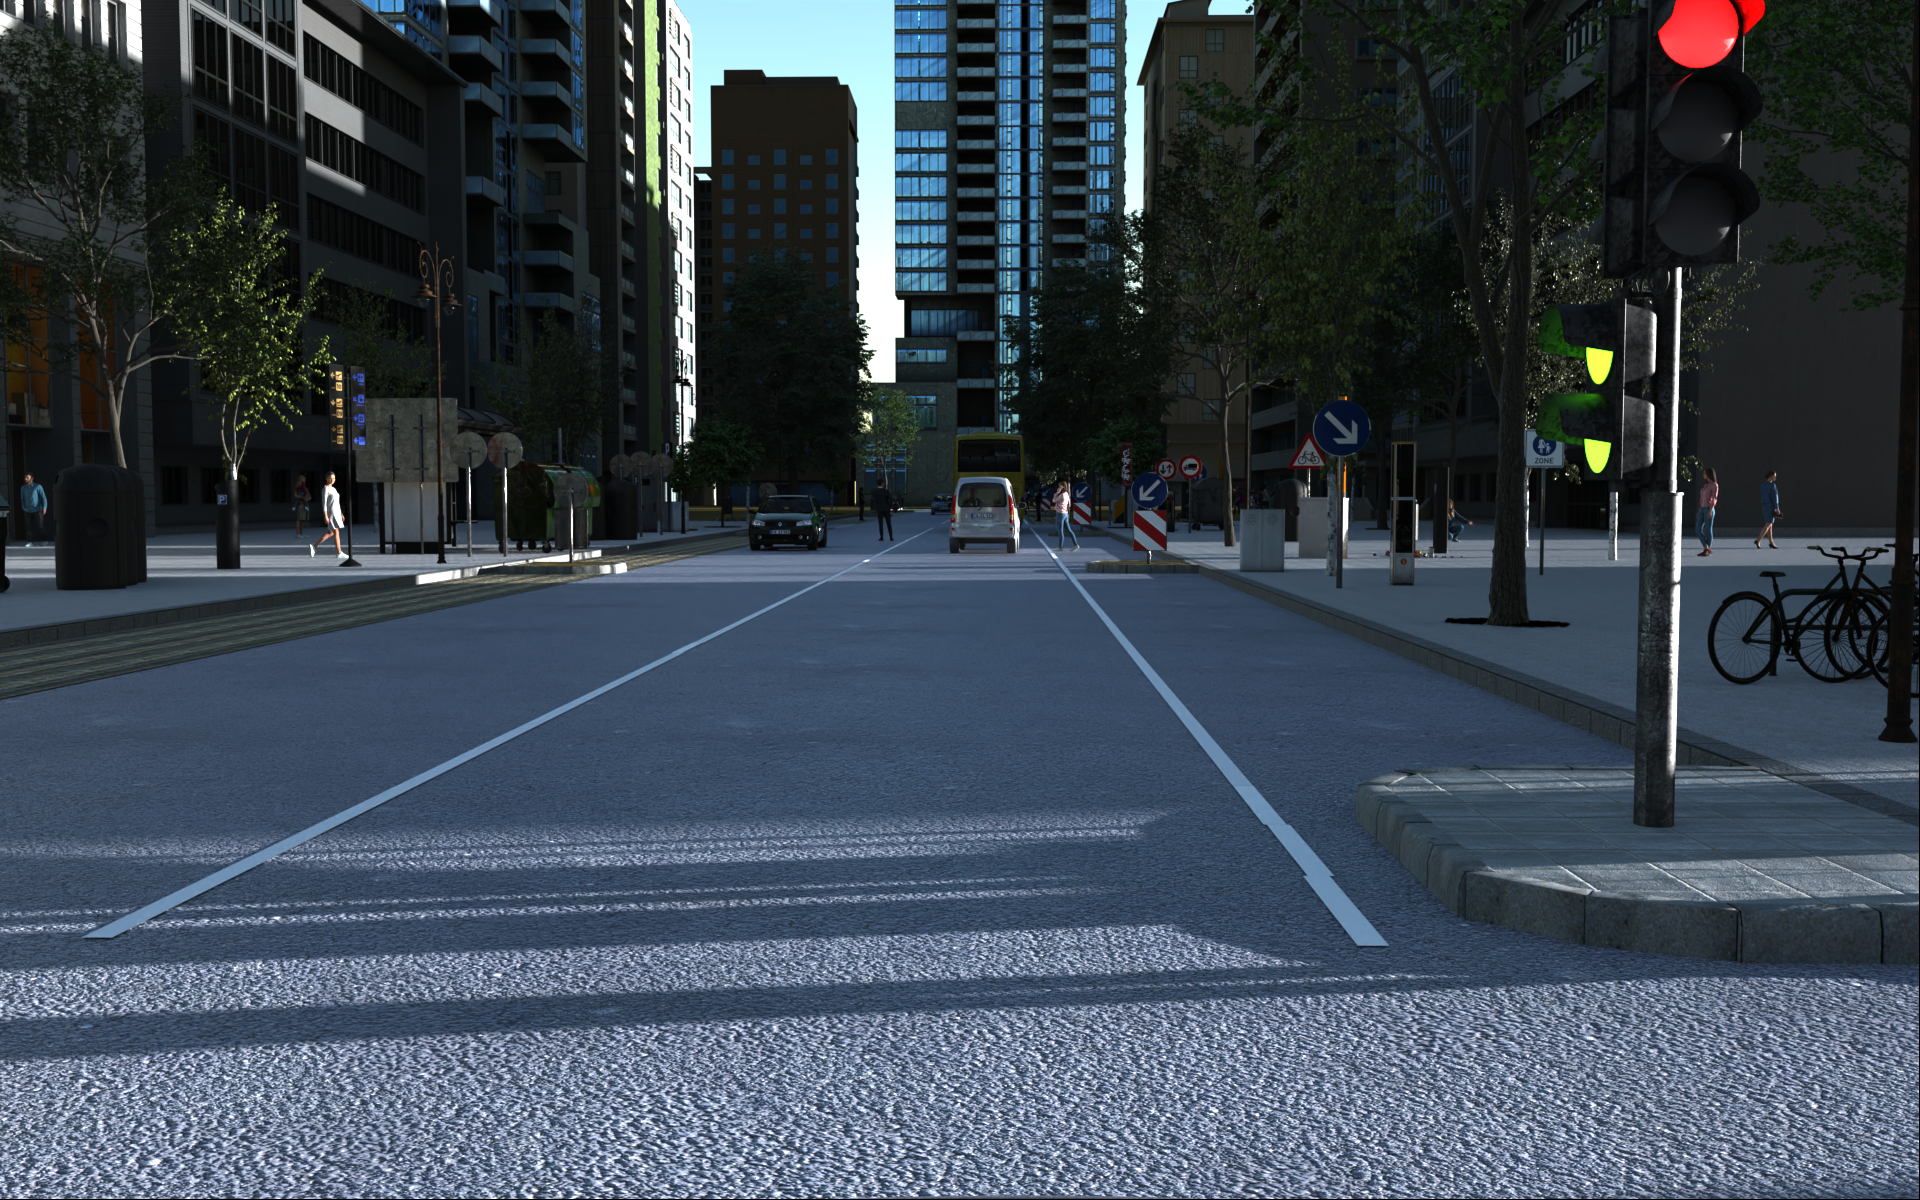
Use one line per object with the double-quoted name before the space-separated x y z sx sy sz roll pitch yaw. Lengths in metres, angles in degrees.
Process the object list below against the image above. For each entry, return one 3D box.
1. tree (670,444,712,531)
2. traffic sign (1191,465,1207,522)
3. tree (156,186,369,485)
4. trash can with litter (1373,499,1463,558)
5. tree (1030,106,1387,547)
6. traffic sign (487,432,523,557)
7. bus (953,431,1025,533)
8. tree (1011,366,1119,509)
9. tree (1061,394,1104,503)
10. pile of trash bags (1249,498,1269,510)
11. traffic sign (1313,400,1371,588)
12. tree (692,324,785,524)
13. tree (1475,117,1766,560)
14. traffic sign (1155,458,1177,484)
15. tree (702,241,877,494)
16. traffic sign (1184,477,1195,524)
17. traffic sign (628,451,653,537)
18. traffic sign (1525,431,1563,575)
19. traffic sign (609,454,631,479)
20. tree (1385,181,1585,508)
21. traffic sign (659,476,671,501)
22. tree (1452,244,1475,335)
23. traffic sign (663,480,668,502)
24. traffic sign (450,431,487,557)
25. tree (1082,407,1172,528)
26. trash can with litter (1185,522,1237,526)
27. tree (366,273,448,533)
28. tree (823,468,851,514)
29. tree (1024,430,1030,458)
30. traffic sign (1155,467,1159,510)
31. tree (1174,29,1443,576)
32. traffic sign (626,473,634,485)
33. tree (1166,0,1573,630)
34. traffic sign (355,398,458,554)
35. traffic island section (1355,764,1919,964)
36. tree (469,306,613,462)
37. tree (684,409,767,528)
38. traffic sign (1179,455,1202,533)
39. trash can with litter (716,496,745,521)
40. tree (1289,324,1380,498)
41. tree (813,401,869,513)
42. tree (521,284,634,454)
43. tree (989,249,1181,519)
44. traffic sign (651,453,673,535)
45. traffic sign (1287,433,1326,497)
"tree" -9.816 -4.052 60.847 1.663 3.219 1.824 0 3 0
"traffic sign" 9.923 -4.419 72.364 0.768 2.556 0.104 0 4 6
"tree" -17.725 -5.644 42.646 4.737 8.622 4.395 0 3 0
"trash can with litter" 9.379 -1.516 35.852 1.678 1.210 2.233 0 4 3
"tree" 6.296 -6.595 42.234 7.601 10.594 8.767 1 4 12
"traffic sign" -9.334 -2.164 35.495 0.768 2.556 0.104 1 4 9
"bus" 1.124 -4.627 67.191 2.896 3.916 12.252 0 4 1
"tree" 9.209 -14.121 147.890 9.611 12.733 9.660 0 3 0
"tree" 8.135 -10.240 117.783 4.737 8.622 4.395 0 3 0
"pile of trash bags" 10.172 -2.780 55.197 1.912 1.369 3.447 0 4 0
"traffic sign" 5.168 -1.432 23.521 0.768 2.556 0.104 0 4 7
"tree" -9.338 -7.641 75.299 4.360 8.622 3.978 0 3 0
"tree" 12.737 -5.066 33.191 4.360 8.622 3.978 0 3 0
"traffic sign" 7.369 -3.780 61.914 0.768 2.556 0.104 1 4 10
"tree" -8.355 -11.042 87.187 9.857 13.997 8.962 0 3 0
"traffic sign" 9.939 -4.529 74.154 0.768 2.556 0.104 1 4 8
"traffic sign" -9.511 -3.148 51.583 0.768 2.556 0.104 0 4 3
"traffic sign" 9.204 -1.543 27.354 0.606 2.300 0.079 0 4 7
"traffic sign" -10.748 -3.352 54.904 0.768 2.556 0.104 0 4 8
"tree" 14.923 -7.159 51.454 7.601 10.594 8.767 1 4 9
"traffic sign" -10.685 -3.908 63.892 0.884 2.594 0.081 1 4 11
"tree" 13.948 -5.596 41.861 4.360 8.622 3.978 0 3 0
"traffic sign" -12.655 -4.581 75.013 0.768 2.556 0.104 1 4 9
"traffic sign" -10.000 -2.149 35.238 0.768 2.556 0.104 0 4 5
"tree" 6.359 -4.988 65.275 4.285 4.588 4.351 0 3 0
"trash can with litter" 10.197 -3.601 69.934 2.233 1.210 1.678 0 4 3
"tree" -19.335 -6.546 57.393 4.737 8.622 4.395 0 3 0
"tree" -7.925 -7.033 109.593 1.663 3.219 1.824 0 3 0
"tree" 7.911 -11.738 126.323 7.601 10.594 8.767 -2 4 -35
"traffic sign" 9.261 -4.941 80.899 0.768 2.556 0.104 0 4 3
"tree" 5.586 -4.675 26.806 4.737 8.622 4.395 0 3 0
"traffic sign" -12.175 -3.938 64.490 0.768 2.556 0.104 1 4 9
"tree" 5.202 -5.558 16.629 9.928 11.665 9.643 0 3 0
"traffic sign" -11.743 -2.622 36.736 2.265 3.308 0.079 0 4 7
"traffic island section" 2.716 0.951 6.728 2.009 0.180 2.903 0 4 1
"tree" -16.502 -7.144 67.165 4.737 8.622 4.395 0 3 0
"tree" -9.143 -5.076 66.702 4.285 4.588 4.351 0 3 0
"traffic sign" 7.512 -3.452 56.551 0.768 2.556 0.104 0 4 4
"trash can with litter" -10.647 -4.317 81.636 2.233 1.210 1.678 1 4 10
"tree" 16.166 -7.492 72.860 4.360 8.622 3.978 0 3 0
"tree" -8.263 -10.010 114.027 4.360 8.622 3.978 0 3 0
"tree" -13.698 -6.793 61.429 4.360 8.622 3.978 0 3 0
"tree" 6.650 -11.176 89.384 9.857 13.997 8.962 0 3 0
"traffic sign" -9.343 -3.304 54.126 0.768 2.556 0.104 0 4 6
"traffic sign" 7.372 -2.243 36.675 0.884 2.594 0.081 0 4 4
